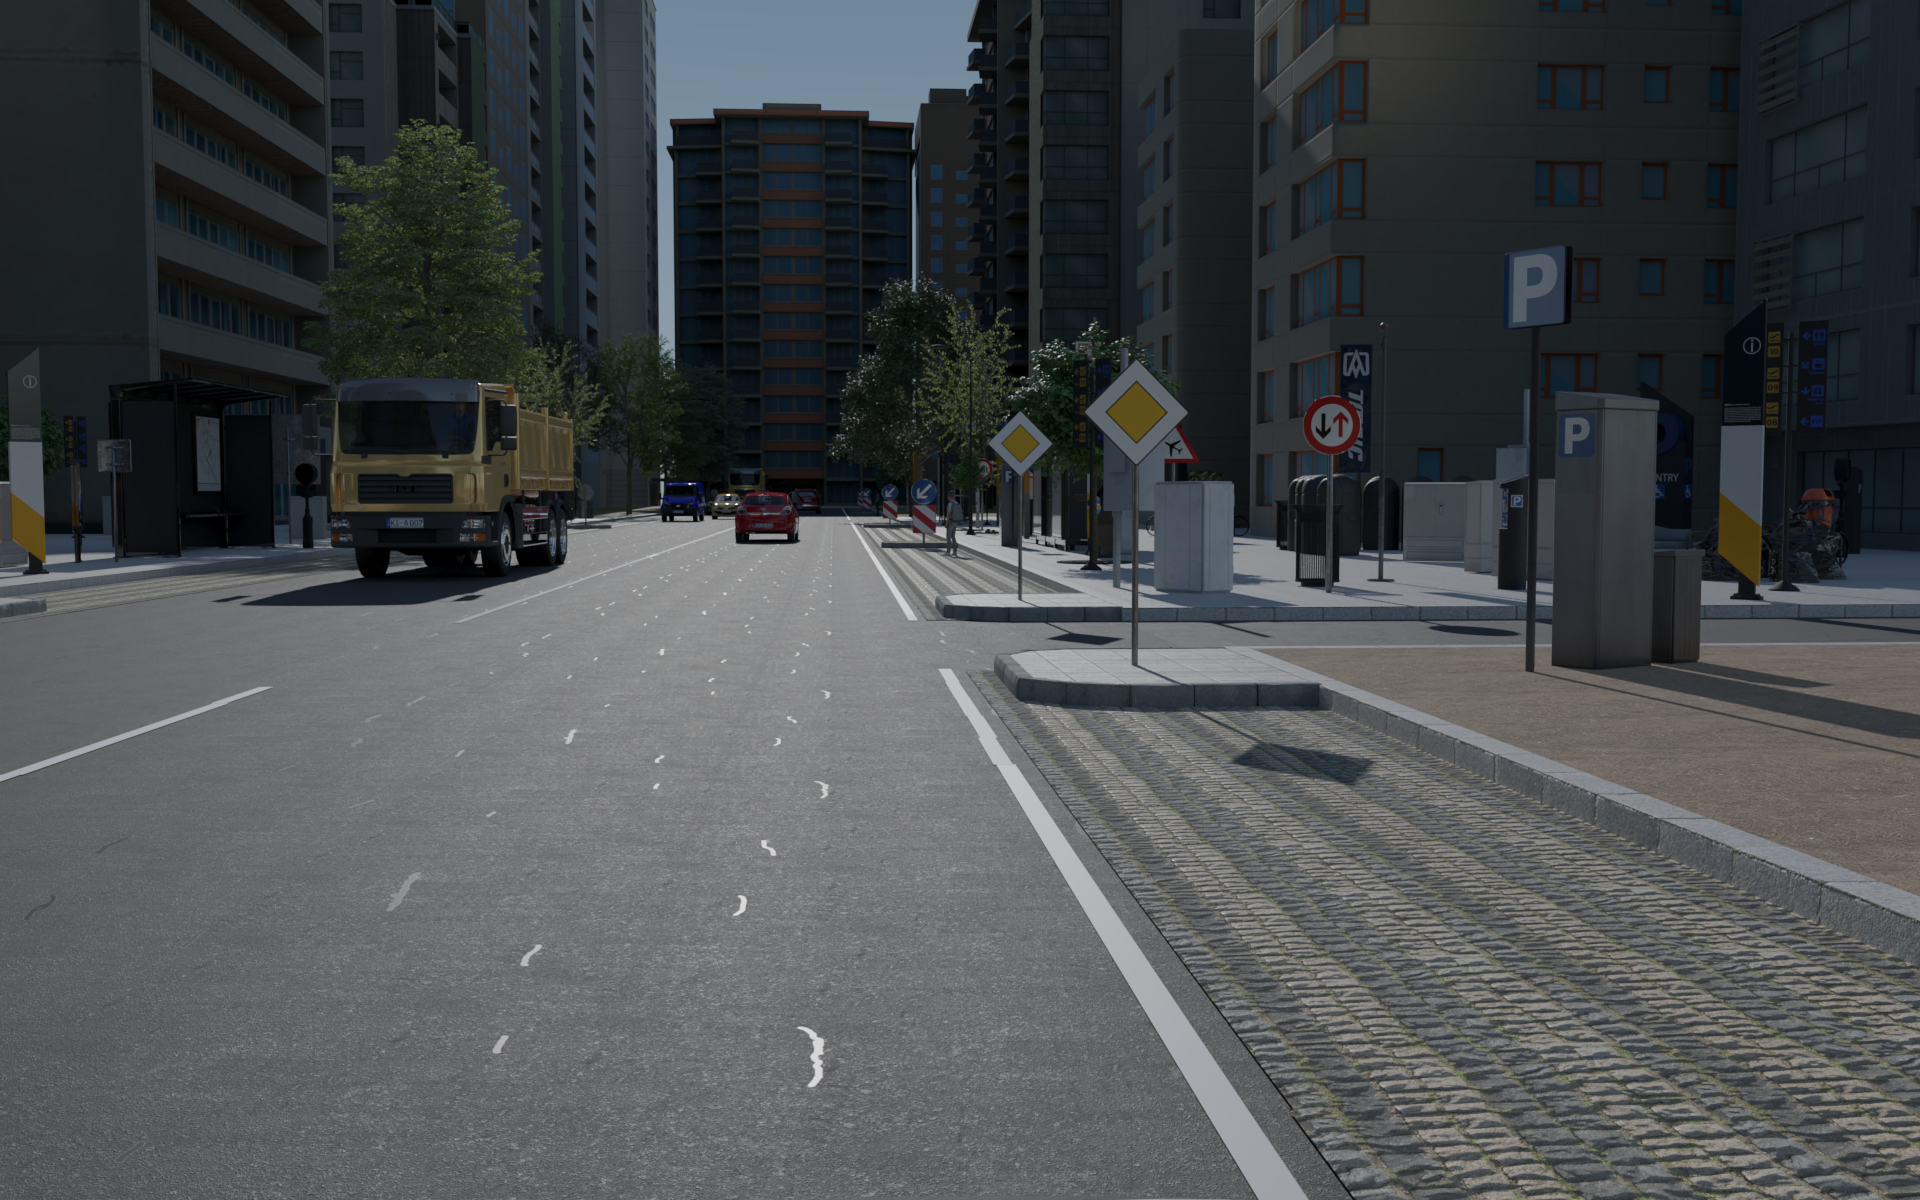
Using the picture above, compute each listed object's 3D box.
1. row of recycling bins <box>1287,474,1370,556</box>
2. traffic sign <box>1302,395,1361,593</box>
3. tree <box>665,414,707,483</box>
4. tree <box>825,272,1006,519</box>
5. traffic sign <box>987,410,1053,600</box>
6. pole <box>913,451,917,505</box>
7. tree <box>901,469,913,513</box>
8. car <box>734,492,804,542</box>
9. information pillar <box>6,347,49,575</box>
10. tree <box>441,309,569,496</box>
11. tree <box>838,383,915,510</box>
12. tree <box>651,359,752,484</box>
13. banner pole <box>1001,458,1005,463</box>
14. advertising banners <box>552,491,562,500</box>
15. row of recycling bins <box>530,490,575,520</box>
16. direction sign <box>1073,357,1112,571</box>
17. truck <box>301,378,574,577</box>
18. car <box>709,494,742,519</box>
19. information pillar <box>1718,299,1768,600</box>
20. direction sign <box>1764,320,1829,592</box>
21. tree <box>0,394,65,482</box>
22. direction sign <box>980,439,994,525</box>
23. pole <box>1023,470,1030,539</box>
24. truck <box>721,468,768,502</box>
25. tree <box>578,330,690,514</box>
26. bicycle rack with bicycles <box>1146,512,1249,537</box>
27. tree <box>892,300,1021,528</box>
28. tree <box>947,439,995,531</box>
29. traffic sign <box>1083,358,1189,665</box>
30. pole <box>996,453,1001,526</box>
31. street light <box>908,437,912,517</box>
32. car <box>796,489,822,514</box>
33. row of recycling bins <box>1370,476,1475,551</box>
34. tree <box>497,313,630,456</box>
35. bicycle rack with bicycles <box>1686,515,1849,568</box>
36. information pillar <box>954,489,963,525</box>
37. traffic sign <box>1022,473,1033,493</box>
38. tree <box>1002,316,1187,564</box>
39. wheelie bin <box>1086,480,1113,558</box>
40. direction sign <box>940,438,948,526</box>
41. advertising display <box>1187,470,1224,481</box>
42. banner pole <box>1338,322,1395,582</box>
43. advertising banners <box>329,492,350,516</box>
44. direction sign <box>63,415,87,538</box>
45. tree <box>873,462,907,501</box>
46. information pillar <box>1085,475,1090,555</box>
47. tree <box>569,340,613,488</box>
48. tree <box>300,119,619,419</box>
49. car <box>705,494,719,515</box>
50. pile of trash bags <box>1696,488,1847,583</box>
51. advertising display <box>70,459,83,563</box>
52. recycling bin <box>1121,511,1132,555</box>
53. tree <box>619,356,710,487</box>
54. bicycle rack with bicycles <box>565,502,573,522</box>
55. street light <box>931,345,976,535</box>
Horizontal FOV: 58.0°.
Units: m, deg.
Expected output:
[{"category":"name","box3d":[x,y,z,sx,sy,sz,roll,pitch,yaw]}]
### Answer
[{"category":"row of recycling bins","box3d":[7.795,-1.854,37.419,1.069,1.692,3.534,0,4,-2]},{"category":"traffic sign","box3d":[4.794,-1.366,22.437,0.768,2.556,0.104,0,4,-4]},{"category":"tree","box3d":[-24.952,-12.571,155.893,4.360,8.622,3.978,0,3,0]},{"category":"tree","box3d":[-2.211,-10.558,89.631,9.611,12.733,9.660,0,3,0]},{"category":"traffic sign","box3d":[0.723,-1.055,20.888,0.795,2.450,0.064,0,4,-4]},{"category":"pole","box3d":[-2.162,-5.448,82.919,0.158,3.312,0.155,0,3,0]},{"category":"tree","box3d":[-3.104,-7.631,119.366,1.663,3.219,1.824,0,3,0]},{"category":"car","box3d":[-5.904,-2.703,53.228,2.155,1.783,4.494,0,4,-3]},{"category":"information pillar","box3d":[-14.866,-2.216,27.588,0.504,3.616,0.183,-3,5,-45]},{"category":"tree","box3d":[-17.991,-7.088,66.253,4.360,8.622,3.978,0,3,0]},{"category":"tree","box3d":[-6.125,-13.234,142.131,9.928,11.665,9.643,0,3,0]},{"category":"tree","box3d":[-24.841,-15.734,163.903,9.857,13.997,8.962,0,3,0]},{"category":"banner pole","box3d":[1.873,-5.070,72.905,0.401,3.779,0.863,-1,4,-22]},{"category":"advertising banners","box3d":[-17.762,-4.921,76.643,0.090,3.025,2.074,0,4,0]},{"category":"row of recycling bins","box3d":[-21.024,-4.845,86.335,3.534,1.692,1.069,-1,4,-18]},{"category":"direction sign","box3d":[2.214,-2.270,29.119,0.379,3.537,0.876,-3,5,-41]},{"category":"truck","box3d":[-9.214,-2.208,32.021,3.469,3.379,9.791,0,4,-3]},{"category":"car","box3d":[-13.333,-5.453,99.382,2.015,1.641,3.980,0,4,-5]},{"category":"information pillar","box3d":[9.504,-1.814,21.006,0.504,3.616,0.183,3,4,38]},{"category":"direction sign","box3d":[10.929,-1.887,22.857,0.876,3.537,0.379,2,4,35]},{"category":"tree","box3d":[-28.864,-4.225,52.788,4.285,4.588,4.351,0,3,0]},{"category":"direction sign","box3d":[1.111,-4.831,70.987,0.379,3.537,0.876,3,5,41]},{"category":"pole","box3d":[1.910,-3.415,49.672,0.158,3.312,0.155,0,3,0]},{"category":"truck","box3d":[-16.291,-8.344,132.346,3.469,3.379,9.791,0,4,-5]},{"category":"tree","box3d":[-20.851,-11.230,109.372,9.928,11.665,9.643,0,3,0]},{"category":"bicycle rack with bicycles","box3d":[7.413,-2.415,52.874,2.925,0.926,2.852,2,4,24]},{"category":"tree","box3d":[0.516,-6.993,64.694,4.360,8.622,3.978,0,3,0]},{"category":"tree","box3d":[0.443,-4.026,60.430,1.663,3.219,1.824,0,3,0]},{"category":"traffic sign","box3d":[1.306,-0.568,12.924,0.795,2.450,0.064,0,4,-4]},{"category":"pole","box3d":[1.580,-4.679,70.342,0.158,3.312,0.155,0,3,0]},{"category":"street light","box3d":[-3.256,-7.545,95.908,1.470,5.913,1.316,0,4,-4]},{"category":"car","box3d":[-11.165,-7.172,125.938,2.281,1.827,5.304,0,4,-6]},{"category":"row of recycling bins","box3d":[10.082,-1.980,39.482,3.534,1.692,1.069,2,4,30]},{"category":"tree","box3d":[-20.625,-9.511,89.911,7.601,10.594,8.767,0,4,6]},{"category":"bicycle rack with bicycles","box3d":[14.429,-1.055,30.639,2.925,0.926,2.852,-1,4,-13]},{"category":"information pillar","box3d":[-0.050,-4.102,71.567,0.304,2.012,0.304,1,4,19]},{"category":"traffic sign","box3d":[2.154,-3.557,58.164,0.884,2.594,0.081,0,4,1]},{"category":"tree","box3d":[2.490,-2.965,32.194,4.285,4.588,4.351,0,3,0]},{"category":"wheelie bin","box3d":[2.929,-1.657,34.995,0.693,1.594,0.980,1,4,9]},{"category":"direction sign","box3d":[-0.615,-4.771,69.996,0.379,3.537,0.876,1,4,17]},{"category":"advertising display","box3d":[6.648,-2.552,46.940,0.974,1.923,0.123,1,4,12]},{"category":"banner pole","box3d":[5.963,-2.165,25.414,0.863,3.779,0.401,1,4,12]},{"category":"advertising banners","box3d":[-23.661,-4.332,67.017,0.090,3.025,2.074,1,4,21]},{"category":"direction sign","box3d":[-25.694,-3.570,50.372,0.379,3.537,0.876,1,4,12]},{"category":"tree","box3d":[-6.268,-10.526,155.806,4.285,4.588,4.351,0,3,0]},{"category":"information pillar","box3d":[2.737,-2.761,36.504,0.183,3.616,0.504,0,4,7]},{"category":"tree","box3d":[-18.865,-8.040,81.821,4.360,8.622,3.978,0,3,0]},{"category":"tree","box3d":[-16.055,-8.240,52.858,7.486,12.596,7.792,0,3,0]},{"category":"car","box3d":[-16.683,-6.752,120.186,2.009,1.686,4.222,0,4,-2]},{"category":"pile of trash bags","box3d":[12.598,-1.024,26.488,1.912,1.369,3.447,3,5,44]},{"category":"advertising display","box3d":[-16.555,-1.668,32.481,0.123,1.923,0.974,-1,4,-23]},{"category":"recycling bin","box3d":[3.416,-1.487,36.860,0.722,1.027,0.722,0,4,2]},{"category":"tree","box3d":[-24.612,-13.714,142.357,7.486,12.596,7.792,0,3,0]},{"category":"bicycle rack with bicycles","box3d":[-19.173,-4.080,80.088,2.852,0.926,2.925,-1,4,-18]},{"category":"street light","box3d":[-0.202,-4.986,54.056,1.470,5.913,1.316,0,4,-4]}]
